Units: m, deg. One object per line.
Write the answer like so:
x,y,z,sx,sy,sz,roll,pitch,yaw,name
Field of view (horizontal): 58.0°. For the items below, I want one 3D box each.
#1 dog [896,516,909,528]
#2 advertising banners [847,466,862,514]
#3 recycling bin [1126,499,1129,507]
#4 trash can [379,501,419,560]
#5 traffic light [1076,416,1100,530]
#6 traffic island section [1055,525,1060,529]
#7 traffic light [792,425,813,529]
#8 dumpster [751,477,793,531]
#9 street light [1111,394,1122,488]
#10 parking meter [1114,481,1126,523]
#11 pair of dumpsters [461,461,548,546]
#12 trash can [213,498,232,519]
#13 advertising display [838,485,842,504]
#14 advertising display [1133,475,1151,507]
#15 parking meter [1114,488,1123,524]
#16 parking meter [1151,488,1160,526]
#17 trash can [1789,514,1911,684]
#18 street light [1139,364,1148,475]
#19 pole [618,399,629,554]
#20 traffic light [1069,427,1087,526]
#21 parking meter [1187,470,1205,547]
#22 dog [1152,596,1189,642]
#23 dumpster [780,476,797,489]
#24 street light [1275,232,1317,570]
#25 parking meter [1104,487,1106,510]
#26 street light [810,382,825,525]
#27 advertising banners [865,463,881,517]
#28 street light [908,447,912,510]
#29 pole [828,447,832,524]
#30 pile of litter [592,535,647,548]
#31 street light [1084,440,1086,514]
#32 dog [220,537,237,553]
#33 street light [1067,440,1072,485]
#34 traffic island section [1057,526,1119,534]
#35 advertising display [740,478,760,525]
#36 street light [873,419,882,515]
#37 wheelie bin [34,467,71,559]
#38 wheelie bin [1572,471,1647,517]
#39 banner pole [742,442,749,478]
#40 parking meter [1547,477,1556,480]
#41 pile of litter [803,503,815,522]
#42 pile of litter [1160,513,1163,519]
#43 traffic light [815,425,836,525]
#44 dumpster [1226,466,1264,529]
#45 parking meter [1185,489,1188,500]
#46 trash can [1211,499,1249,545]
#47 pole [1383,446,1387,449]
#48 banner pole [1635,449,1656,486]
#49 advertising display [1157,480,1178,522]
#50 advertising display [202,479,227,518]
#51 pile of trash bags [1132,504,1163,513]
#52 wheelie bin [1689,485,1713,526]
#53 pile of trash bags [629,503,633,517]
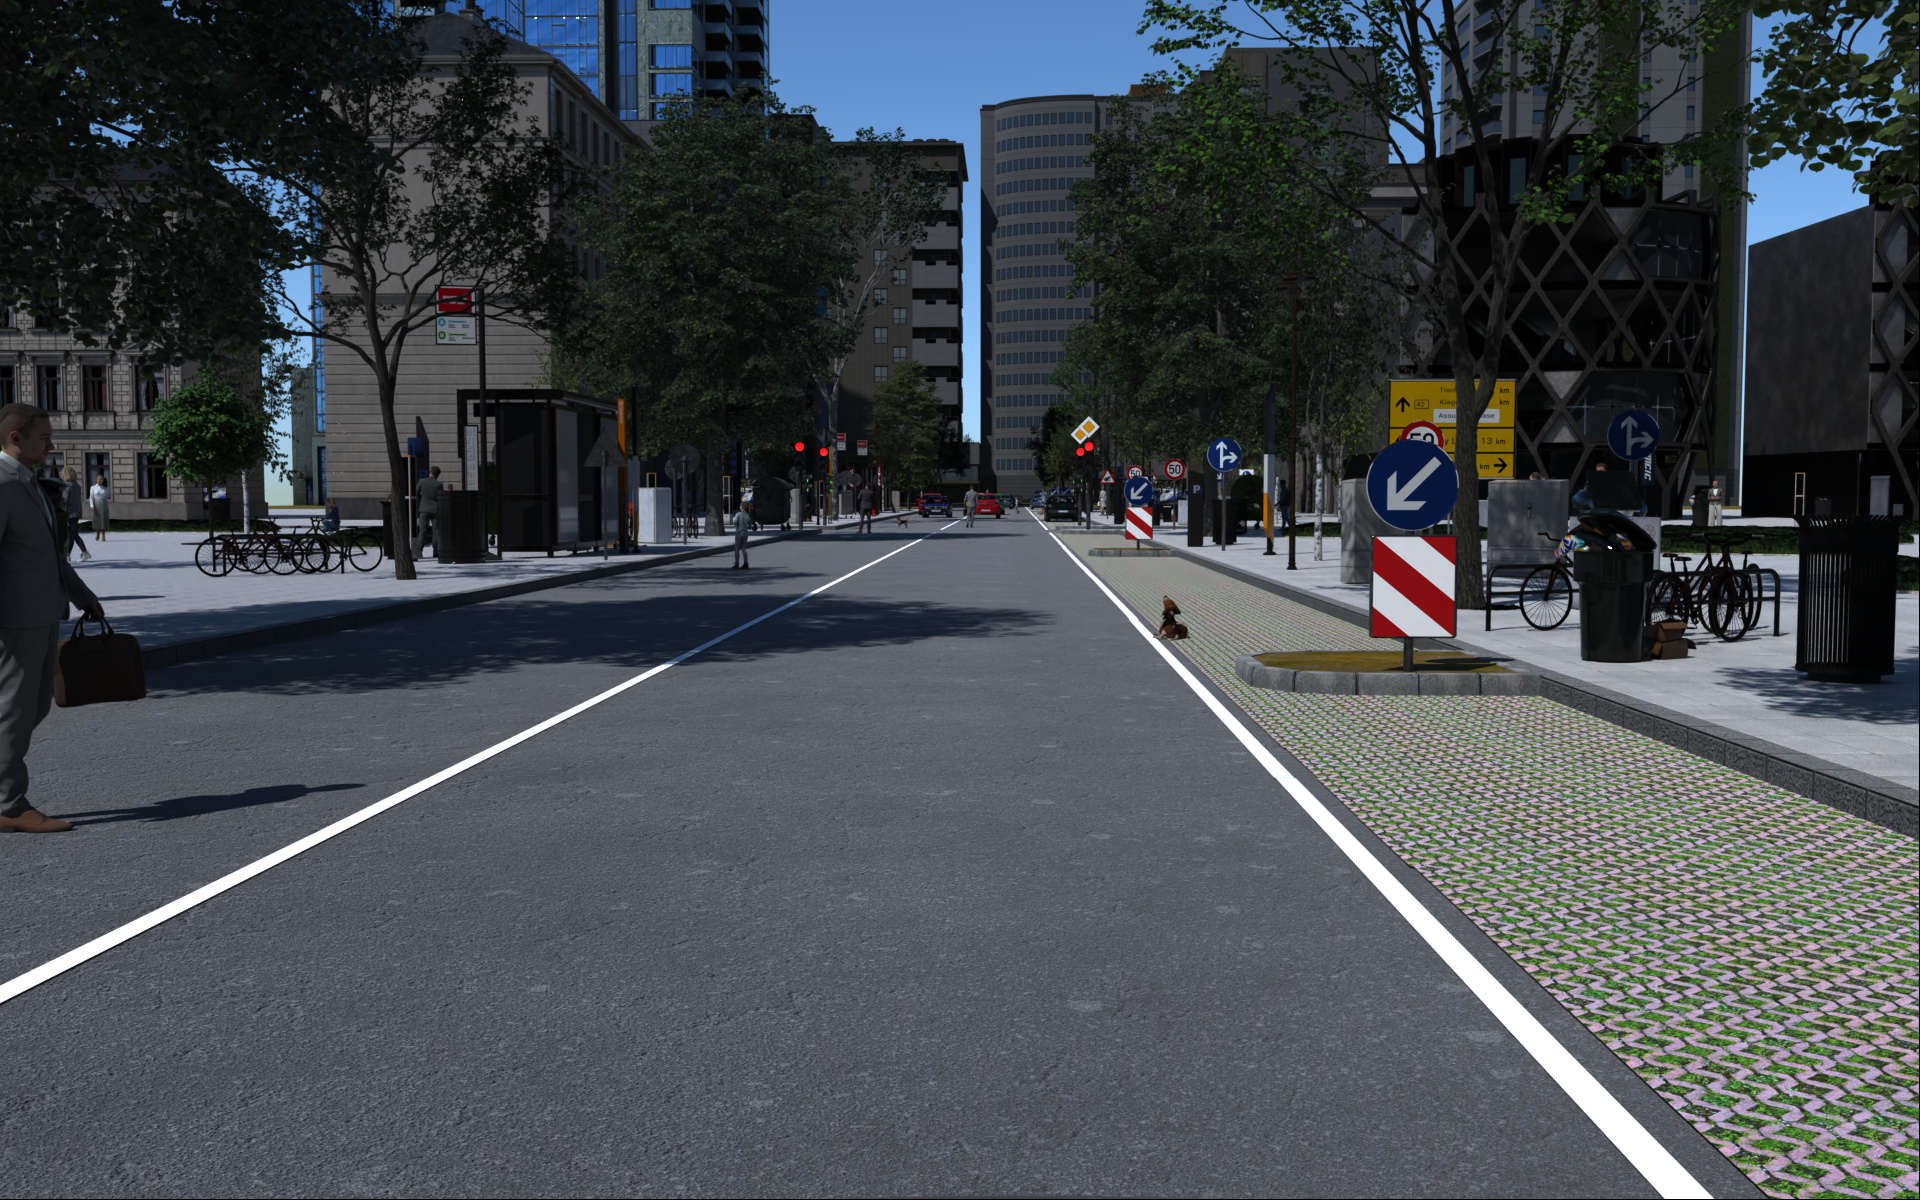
-2.406,-3.265,72.668,0.406,0.507,0.540,1,4,20,dog
-6.088,-6.896,108.944,2.074,3.025,0.090,-1,4,-13,advertising banners
11.211,-6.513,119.035,0.722,1.027,0.722,3,5,42,recycling bin
-11.042,-1.373,34.106,0.748,1.137,0.748,0,3,0,trash can
4.611,-4.491,62.348,0.839,4.253,0.868,0,4,2,traffic light
4.895,-2.946,70.442,2.009,0.180,2.903,0,4,2,traffic island section
-5.746,-4.509,62.648,0.839,4.253,0.868,0,4,2,traffic light
-6.562,-3.333,60.254,1.264,1.857,1.865,0,4,2,dumpster
7.205,-6.563,80.087,0.468,5.910,1.993,0,4,2,street light
7.224,-4.409,77.798,0.399,1.863,0.255,-1,4,-13,parking meter
-11.042,-2.480,43.040,1.574,2.255,4.437,0,4,2,pair of dumpsters
-26.718,-3.120,62.665,0.748,1.137,0.748,0,3,0,trash can
-8.177,-7.104,121.361,0.974,1.923,0.123,-1,4,-14,advertising display
6.288,-3.342,59.856,0.123,1.923,0.974,-2,4,-27,advertising display
6.754,-3.996,73.744,0.372,1.533,0.369,0,3,0,parking meter
7.906,-3.770,70.055,0.372,1.533,0.369,0,3,0,parking meter
6.097,-0.016,11.911,0.748,1.137,0.748,0,3,0,trash can
6.539,-5.440,61.738,0.468,5.910,1.993,0,4,2,street light
-7.261,-2.661,37.355,0.158,3.312,0.155,0,3,0,pole
4.855,-4.979,70.329,0.839,4.253,0.868,0,4,2,traffic light
5.748,-2.227,42.119,0.399,1.863,0.255,0,4,0,parking meter
2.040,0.182,17.224,0.550,0.427,0.748,2,4,33,dog
-9.624,-5.585,93.806,1.502,2.255,1.985,0,4,2,dumpster
5.629,-3.450,29.193,0.468,5.910,1.993,0,4,2,street light
11.563,-8.042,137.190,0.399,1.863,0.255,2,4,23,parking meter
-5.888,-6.054,71.777,0.468,5.910,1.993,0,4,2,street light
-4.949,-6.296,99.121,0.090,3.025,2.074,-2,4,-28,advertising banners
-3.980,-10.007,136.394,0.468,5.910,1.993,0,4,2,street light
-5.630,-4.962,74.965,0.158,3.312,0.155,0,3,0,pole
-8.428,-1.723,42.138,1.719,0.858,1.176,-1,4,-20,pile of litter
8.178,-8.551,112.592,0.468,5.910,1.993,0,4,2,street light
-16.002,-1.227,37.792,0.550,0.427,0.748,-1,4,-18,dog
9.127,-10.525,144.865,0.468,5.910,1.993,0,4,2,street light
4.651,-2.457,62.461,2.009,0.180,2.903,0,4,2,traffic island section
-8.613,-4.043,71.314,0.974,1.923,0.123,2,4,25,advertising display
-4.980,-8.030,104.073,0.468,5.910,1.993,0,4,2,street light
-10.966,-0.776,20.591,0.693,1.594,0.980,-3,4,-38,wheelie bin
8.810,-0.960,23.601,0.980,1.594,0.693,0,4,0,wheelie bin
-9.413,-5.259,76.003,0.401,3.779,0.863,-2,4,-32,banner pole
20.577,-3.349,60.471,0.399,1.863,0.255,0,4,-5,parking meter
-7.370,-4.071,80.526,1.176,0.858,1.719,0,4,6,pile of litter
10.069,-4.559,88.511,1.719,0.858,1.176,-1,4,-16,pile of litter
-5.502,-4.997,70.629,0.839,4.253,0.868,0,4,2,traffic light
10.335,-3.646,62.104,1.502,2.255,1.985,0,4,2,dumpster
10.259,-4.231,77.592,0.372,1.533,0.369,0,3,0,parking meter
6.715,-1.974,43.931,0.748,1.137,0.748,0,3,0,trash can
18.041,-4.875,73.553,0.158,3.312,0.155,0,3,0,pole
23.071,-4.188,58.487,0.863,3.779,0.401,3,5,42,banner pole
9.433,-4.500,78.792,0.974,1.923,0.123,0,4,5,advertising display
-32.036,-4.237,74.481,0.974,1.923,0.123,-1,4,-17,advertising display
9.845,-4.983,91.227,1.912,1.369,3.447,0,4,-3,pile of trash bags
26.643,-3.307,61.975,0.980,1.594,0.693,0,4,-6,wheelie bin
-12.623,-3.088,60.235,3.447,1.369,1.912,-2,4,-33,pile of trash bags
